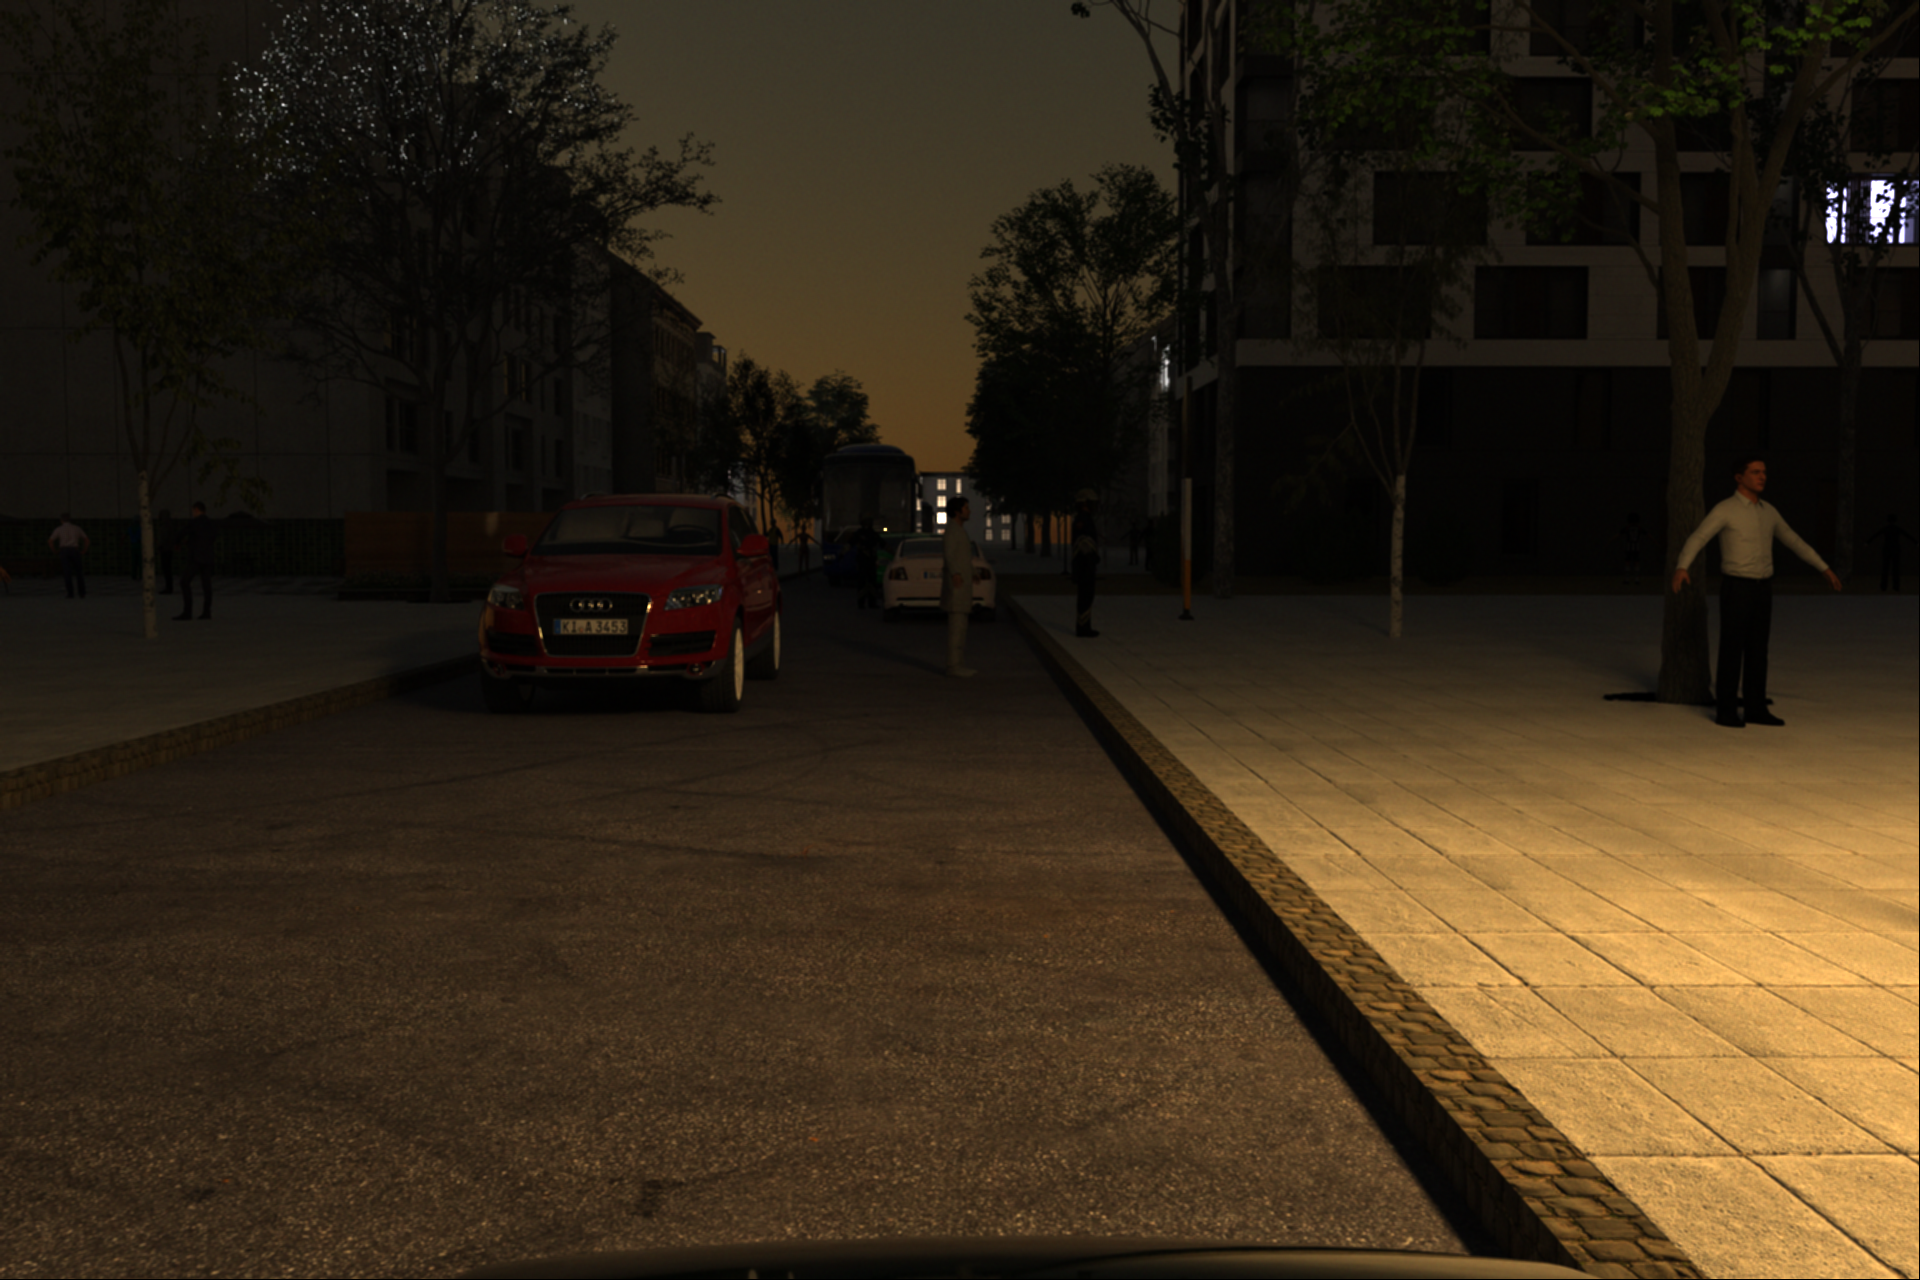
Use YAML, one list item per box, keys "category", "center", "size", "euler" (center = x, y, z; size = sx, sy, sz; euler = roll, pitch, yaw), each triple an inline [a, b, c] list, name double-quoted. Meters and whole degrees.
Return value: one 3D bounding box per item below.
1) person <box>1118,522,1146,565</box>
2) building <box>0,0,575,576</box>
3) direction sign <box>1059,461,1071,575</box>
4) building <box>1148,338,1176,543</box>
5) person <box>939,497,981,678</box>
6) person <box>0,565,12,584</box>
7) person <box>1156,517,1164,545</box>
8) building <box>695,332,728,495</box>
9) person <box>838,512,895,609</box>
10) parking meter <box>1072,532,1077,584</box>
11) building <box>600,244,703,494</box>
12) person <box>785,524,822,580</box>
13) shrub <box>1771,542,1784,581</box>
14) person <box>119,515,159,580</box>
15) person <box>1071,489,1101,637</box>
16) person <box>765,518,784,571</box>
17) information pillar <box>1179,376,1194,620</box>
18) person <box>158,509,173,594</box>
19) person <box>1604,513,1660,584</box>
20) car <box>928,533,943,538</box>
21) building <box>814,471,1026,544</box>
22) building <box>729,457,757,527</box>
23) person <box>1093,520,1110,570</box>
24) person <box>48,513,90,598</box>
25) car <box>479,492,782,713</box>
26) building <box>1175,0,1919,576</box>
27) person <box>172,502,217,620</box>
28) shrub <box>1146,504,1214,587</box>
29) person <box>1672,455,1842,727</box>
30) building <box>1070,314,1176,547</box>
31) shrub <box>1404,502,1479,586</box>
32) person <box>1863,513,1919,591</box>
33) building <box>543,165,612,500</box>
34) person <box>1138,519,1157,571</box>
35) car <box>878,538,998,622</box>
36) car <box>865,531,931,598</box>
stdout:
- category: "person"
  center: [7.226, -4.027, 72.105]
  size: [1.348, 1.796, 0.705]
  euler: [-2, 4, -23]
- category: "building"
  center: [-26.789, -12.336, 68.145]
  size: [16.747, 18.905, 31.486]
  euler: [0, 4, -1]
- category: "direction sign"
  center: [3.304, -3.804, 54.198]
  size: [0.379, 3.537, 0.876]
  euler: [0, 4, 0]
- category: "building"
  center: [23.211, -18.875, 165.031]
  size: [16.016, 20.090, 11.380]
  euler: [0, 3, 0]
- category: "person"
  center: [0.006, -0.538, 17.434]
  size: [0.705, 1.806, 1.347]
  euler: [1, 4, 8]
- category: "person"
  center: [-7.284, -0.339, 12.295]
  size: [0.721, 1.744, 1.215]
  euler: [1, 4, 19]
- category: "person"
  center: [6.787, -3.228, 58.551]
  size: [0.705, 1.858, 1.354]
  euler: [1, 4, 11]
- category: "building"
  center: [-28.470, -18.766, 163.251]
  size: [16.016, 20.090, 11.380]
  euler: [0, 4, 0]
- category: "person"
  center: [-1.771, -1.531, 33.265]
  size: [1.354, 1.856, 0.705]
  euler: [-2, 4, -32]
- category: "parking meter"
  center: [3.056, -2.205, 44.464]
  size: [0.372, 1.533, 0.369]
  euler: [0, 3, 0]
- category: "building"
  center: [-28.060, -17.369, 114.904]
  size: [19.493, 23.208, 18.063]
  euler: [0, 4, 0]
- category: "person"
  center: [-4.817, -2.709, 53.545]
  size: [1.217, 1.733, 0.721]
  euler: [-1, 4, -16]
- category: "shrub"
  center: [21.274, -2.126, 45.885]
  size: [1.383, 1.207, 1.383]
  euler: [0, 3, 0]
- category: "person"
  center: [-22.825, -2.570, 48.143]
  size: [1.347, 1.817, 0.704]
  euler: [1, 4, 13]
- category: "person"
  center: [1.600, -0.964, 21.637]
  size: [0.704, 1.845, 1.351]
  euler: [0, 4, 7]
- category: "person"
  center: [-6.506, -3.316, 60.183]
  size: [0.705, 1.833, 1.349]
  euler: [-3, 5, -43]
- category: "information pillar"
  center: [3.394, -2.116, 25.957]
  size: [0.183, 3.616, 0.504]
  euler: [0, 4, -1]
- category: "person"
  center: [-17.011, -1.891, 37.044]
  size: [0.705, 1.813, 1.348]
  euler: [-2, 4, -23]
- category: "person"
  center: [17.260, -2.343, 44.459]
  size: [1.345, 1.843, 0.704]
  euler: [1, 4, 13]
- category: "car"
  center: [-1.347, -4.290, 78.943]
  size: [1.959, 1.807, 4.718]
  euler: [0, 4, -1]
- category: "building"
  center: [-5.086, -17.512, 230.930]
  size: [28.070, 9.664, 9.099]
  euler: [0, 4, 3]
- category: "building"
  center: [-28.031, -15.873, 201.674]
  size: [9.099, 9.664, 28.070]
  euler: [0, 4, -1]
- category: "person"
  center: [4.621, -3.375, 61.041]
  size: [1.347, 1.847, 0.705]
  euler: [2, 4, 30]
- category: "person"
  center: [-17.835, -1.693, 34.659]
  size: [0.756, 1.711, 0.436]
  euler: [-2, 4, -33]
- category: "car"
  center: [-2.783, -0.420, 15.535]
  size: [2.281, 1.827, 5.304]
  euler: [0, 4, 0]
- category: "building"
  center: [22.192, -13.761, 68.973]
  size: [27.936, 21.610, 32.646]
  euler: [0, 4, -1]
- category: "person"
  center: [-11.515, -1.190, 25.955]
  size: [0.568, 1.767, 0.683]
  euler: [1, 4, 18]
- category: "shrub"
  center: [5.316, -2.296, 41.963]
  size: [1.690, 2.028, 1.600]
  euler: [0, 3, 0]
- category: "person"
  center: [5.289, -0.333, 11.605]
  size: [1.344, 1.810, 0.704]
  euler: [-1, 4, -18]
- category: "building"
  center: [21.330, -21.145, 176.652]
  size: [19.493, 23.208, 18.063]
  euler: [0, 4, -1]
- category: "shrub"
  center: [11.849, -2.358, 42.597]
  size: [1.661, 2.075, 1.752]
  euler: [0, 3, 0]
- category: "person"
  center: [20.914, -1.965, 38.856]
  size: [1.216, 1.740, 0.721]
  euler: [3, 5, 41]
- category: "building"
  center: [-25.556, -14.301, 90.244]
  size: [16.016, 20.090, 11.380]
  euler: [0, 4, -1]
- category: "person"
  center: [6.643, -3.304, 60.237]
  size: [0.704, 1.802, 1.346]
  euler: [-3, 5, -40]
- category: "car"
  center: [-0.368, -1.049, 29.515]
  size: [2.083, 1.381, 4.827]
  euler: [0, 4, -1]
- category: "car"
  center: [-1.305, -1.921, 40.207]
  size: [1.959, 1.807, 4.718]
  euler: [0, 4, -2]
